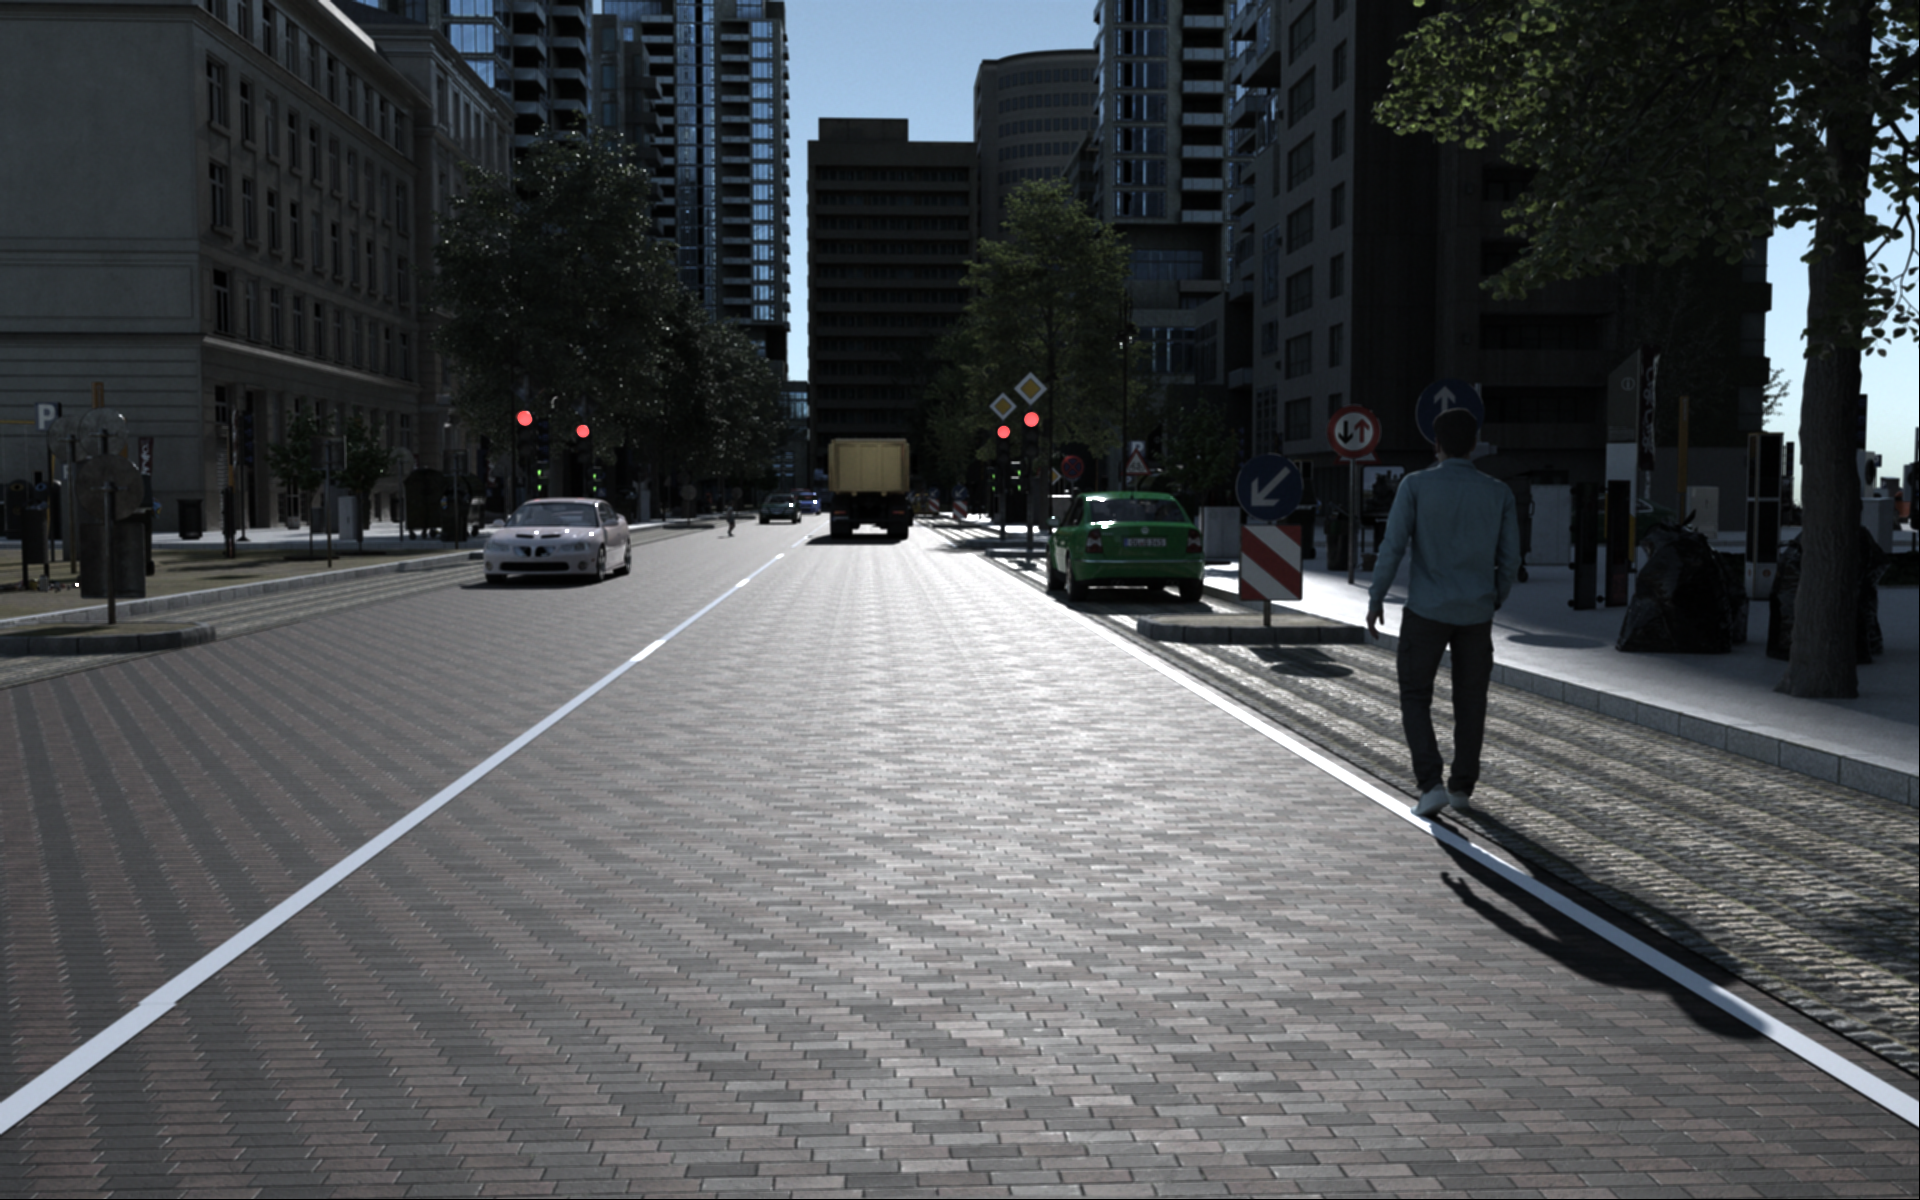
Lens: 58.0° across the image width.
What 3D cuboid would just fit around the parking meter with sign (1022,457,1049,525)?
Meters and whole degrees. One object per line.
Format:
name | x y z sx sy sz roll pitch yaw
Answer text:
parking meter with sign | 3.345 -4.643 72.180 0.543 3.016 1.738 -3 4 -36

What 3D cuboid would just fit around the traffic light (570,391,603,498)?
traffic light | -10.181 -3.560 47.128 0.839 4.253 0.868 0 4 -3

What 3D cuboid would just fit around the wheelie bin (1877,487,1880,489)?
wheelie bin | 43.877 -4.576 82.731 0.693 1.594 0.980 3 5 44

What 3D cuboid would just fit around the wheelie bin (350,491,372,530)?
wheelie bin | -21.545 -3.321 62.200 0.693 1.594 0.980 -3 5 -42

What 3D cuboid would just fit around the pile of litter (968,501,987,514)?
pile of litter | 0.984 -5.969 111.550 1.719 0.858 1.176 0 4 -1

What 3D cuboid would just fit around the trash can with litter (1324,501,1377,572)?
trash can with litter | 6.629 -1.076 28.985 1.055 1.170 0.624 2 4 25

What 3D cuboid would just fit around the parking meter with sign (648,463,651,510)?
parking meter with sign | -17.401 -6.158 96.937 0.543 3.016 1.738 0 4 5

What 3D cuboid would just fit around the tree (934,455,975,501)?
tree | -0.251 -8.857 128.528 4.285 4.588 4.351 0 3 0

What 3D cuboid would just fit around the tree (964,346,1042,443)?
tree | 2.382 -8.202 84.466 4.360 8.622 3.978 0 3 0

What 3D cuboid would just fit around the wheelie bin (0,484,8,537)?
wheelie bin | -28.860 -2.705 52.141 0.980 1.594 0.693 0 4 -2

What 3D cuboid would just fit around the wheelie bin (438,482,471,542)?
wheelie bin | -13.550 -2.360 46.497 0.693 1.594 0.980 0 4 8

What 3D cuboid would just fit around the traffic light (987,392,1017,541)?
traffic light | 1.163 -3.598 47.756 0.839 4.253 0.868 0 4 -3

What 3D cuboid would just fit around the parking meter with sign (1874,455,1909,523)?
parking meter with sign | 41.310 -4.932 76.893 1.738 3.016 0.543 -1 4 -16

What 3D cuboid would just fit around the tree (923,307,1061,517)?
tree | 1.811 -10.365 95.224 9.928 11.665 9.643 0 3 0

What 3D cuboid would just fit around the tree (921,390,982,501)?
tree | -0.263 -10.104 115.560 4.737 8.622 4.395 0 3 0

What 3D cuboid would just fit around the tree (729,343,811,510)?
tree | -17.580 -13.953 138.507 12.009 13.543 11.850 0 3 0

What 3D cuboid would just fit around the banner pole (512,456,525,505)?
banner pole | -21.580 -5.772 84.391 0.863 3.779 0.401 -2 4 -32

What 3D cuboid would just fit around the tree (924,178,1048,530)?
tree | 3.400 -8.824 62.399 7.486 12.596 7.792 0 3 0

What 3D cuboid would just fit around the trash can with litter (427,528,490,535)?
trash can with litter | -16.162 -2.725 55.614 2.233 1.210 1.678 -2 4 -30

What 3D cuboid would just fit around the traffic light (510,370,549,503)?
traffic light | -9.749 -3.072 39.155 0.839 4.253 0.868 0 4 -3

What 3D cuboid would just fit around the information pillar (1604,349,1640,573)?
information pillar | 10.795 -2.255 28.217 0.504 3.616 0.183 3 4 38

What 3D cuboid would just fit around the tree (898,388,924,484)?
tree | -1.920 -14.949 162.550 7.486 12.596 7.792 0 3 0

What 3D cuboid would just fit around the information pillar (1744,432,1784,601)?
information pillar | 9.661 -0.999 20.823 0.304 2.012 0.304 0 4 4

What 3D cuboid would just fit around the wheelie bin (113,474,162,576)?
wheelie bin | -13.116 -1.183 27.256 0.980 1.594 0.693 -2 4 -33

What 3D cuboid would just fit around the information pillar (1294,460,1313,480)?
information pillar | 7.409 -2.015 37.430 0.304 2.012 0.304 -1 4 -19

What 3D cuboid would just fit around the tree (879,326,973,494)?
tree | -2.961 -20.640 193.356 12.611 20.169 13.585 0 3 0

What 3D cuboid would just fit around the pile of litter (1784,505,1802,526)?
pile of litter | 33.676 -3.386 69.322 1.176 0.858 1.719 1 4 9

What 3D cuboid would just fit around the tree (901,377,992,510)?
tree | -0.827 -12.497 138.734 7.601 10.594 8.767 1 4 19

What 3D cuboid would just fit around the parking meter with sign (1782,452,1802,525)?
parking meter with sign | 33.889 -4.590 71.300 0.543 3.016 1.738 -3 5 -40

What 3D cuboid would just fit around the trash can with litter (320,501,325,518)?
trash can with litter | -24.400 -3.377 66.602 0.624 1.170 1.055 2 4 24

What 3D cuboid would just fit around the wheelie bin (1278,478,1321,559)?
wheelie bin | 6.609 -1.609 34.209 0.980 1.594 0.693 0 4 -8

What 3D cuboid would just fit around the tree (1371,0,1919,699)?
tree | 5.817 -5.678 10.969 7.486 12.596 7.792 0 3 0

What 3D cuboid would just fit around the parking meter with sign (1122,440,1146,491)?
parking meter with sign | 5.470 -3.634 55.676 0.543 3.016 1.738 1 4 23

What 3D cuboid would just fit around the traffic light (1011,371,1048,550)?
traffic light | 1.595 -3.111 39.782 0.839 4.253 0.868 0 4 -3

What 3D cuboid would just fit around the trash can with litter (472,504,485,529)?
trash can with litter | -17.759 -3.193 63.600 0.624 1.170 1.055 -1 4 -20

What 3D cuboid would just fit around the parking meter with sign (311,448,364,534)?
parking meter with sign | -20.321 -3.680 56.428 1.738 3.016 0.543 0 4 6

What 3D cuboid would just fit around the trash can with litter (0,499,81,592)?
trash can with litter | -12.297 -0.770 23.643 1.678 1.210 2.233 0 4 2

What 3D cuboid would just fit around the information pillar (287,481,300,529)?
information pillar | -24.214 -3.571 62.877 0.304 2.012 0.304 2 4 34

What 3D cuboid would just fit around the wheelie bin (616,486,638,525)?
wheelie bin | -14.998 -4.332 78.734 0.980 1.594 0.693 -2 4 -31

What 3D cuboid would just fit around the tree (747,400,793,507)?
tree | -19.923 -14.737 166.707 9.928 11.665 9.643 0 3 0

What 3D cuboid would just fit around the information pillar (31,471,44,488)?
information pillar | -28.989 -3.057 54.474 0.304 2.012 0.304 -3 4 -37

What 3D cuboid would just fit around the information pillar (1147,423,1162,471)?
information pillar | 6.422 -4.021 57.098 0.504 3.616 0.183 0 4 -5

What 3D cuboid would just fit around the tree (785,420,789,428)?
tree | -16.940 -13.158 121.781 9.857 13.997 8.962 0 3 0

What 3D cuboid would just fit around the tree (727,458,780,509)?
tree | -18.759 -10.148 149.627 4.285 4.588 4.351 0 3 0

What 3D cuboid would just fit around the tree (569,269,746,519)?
tree | -15.778 -10.501 88.703 9.611 12.733 9.660 0 3 0

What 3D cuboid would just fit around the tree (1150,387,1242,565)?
tree | 4.305 -2.266 31.655 1.663 3.219 1.824 0 3 0

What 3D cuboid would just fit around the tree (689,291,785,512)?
tree | -16.487 -12.156 105.413 9.857 13.997 8.962 0 3 0

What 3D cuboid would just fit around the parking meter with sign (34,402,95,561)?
parking meter with sign | -17.092 -2.293 33.748 0.543 3.016 1.738 1 4 15
